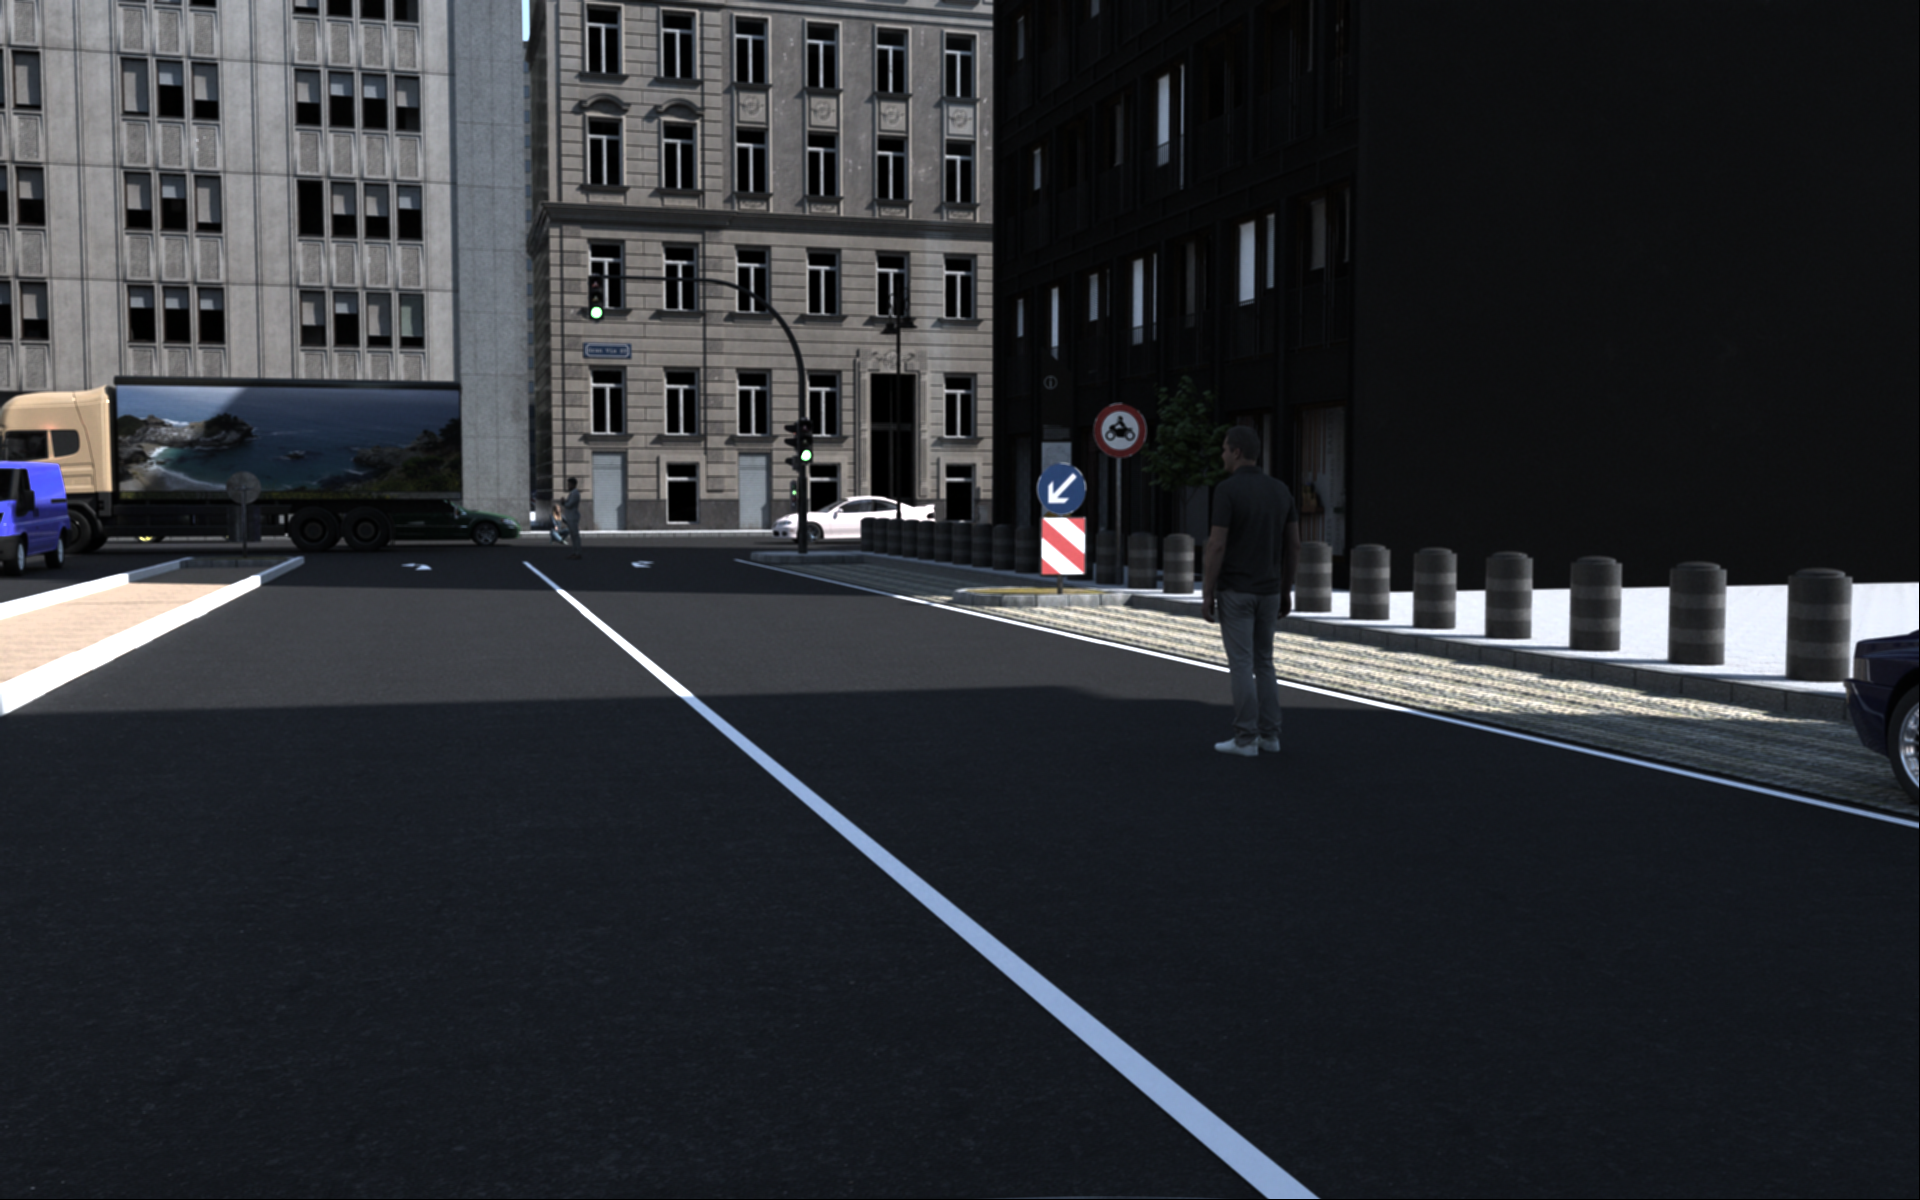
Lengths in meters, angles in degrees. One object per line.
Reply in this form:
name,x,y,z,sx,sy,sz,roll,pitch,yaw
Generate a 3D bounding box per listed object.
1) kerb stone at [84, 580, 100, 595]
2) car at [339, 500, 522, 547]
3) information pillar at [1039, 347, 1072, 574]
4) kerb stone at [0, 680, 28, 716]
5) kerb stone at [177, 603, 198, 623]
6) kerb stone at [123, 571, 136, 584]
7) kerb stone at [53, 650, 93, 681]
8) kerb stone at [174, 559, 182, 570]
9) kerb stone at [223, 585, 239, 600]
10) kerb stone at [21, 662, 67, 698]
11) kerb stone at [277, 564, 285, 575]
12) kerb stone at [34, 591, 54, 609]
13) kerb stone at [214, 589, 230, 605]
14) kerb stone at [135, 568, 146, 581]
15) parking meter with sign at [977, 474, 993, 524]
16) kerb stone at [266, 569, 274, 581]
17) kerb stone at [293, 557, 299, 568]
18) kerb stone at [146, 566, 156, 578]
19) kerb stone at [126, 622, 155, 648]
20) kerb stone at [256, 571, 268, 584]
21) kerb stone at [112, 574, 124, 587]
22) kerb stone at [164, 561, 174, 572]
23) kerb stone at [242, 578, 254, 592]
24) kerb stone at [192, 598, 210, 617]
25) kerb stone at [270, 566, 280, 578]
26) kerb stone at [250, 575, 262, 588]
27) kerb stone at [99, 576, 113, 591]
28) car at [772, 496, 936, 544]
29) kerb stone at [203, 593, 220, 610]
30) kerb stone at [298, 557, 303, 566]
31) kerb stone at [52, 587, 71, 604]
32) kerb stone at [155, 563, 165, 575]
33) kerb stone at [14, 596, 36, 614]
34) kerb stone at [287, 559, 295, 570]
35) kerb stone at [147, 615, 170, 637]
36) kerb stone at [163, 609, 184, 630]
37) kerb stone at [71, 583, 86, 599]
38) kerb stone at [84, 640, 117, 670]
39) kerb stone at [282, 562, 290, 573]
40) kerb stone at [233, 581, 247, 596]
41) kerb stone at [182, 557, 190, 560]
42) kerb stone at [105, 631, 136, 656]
kerb stone,-12.500,-0.157,24.759,0.120,0.150,1.000,-1,4,-17
car,-14.645,-2.204,47.837,4.920,1.459,2.131,-1,4,-18
information pillar,1.528,-2.223,27.702,0.504,3.616,0.183,0,4,2
kerb stone,-6.366,0.650,11.561,0.120,0.150,1.000,-1,4,-17
kerb stone,-8.719,0.168,19.441,0.120,0.150,1.000,-1,4,-17
kerb stone,-13.378,-0.337,27.708,0.120,0.150,1.000,-1,4,-17
kerb stone,-6.959,0.530,13.531,0.120,0.150,1.000,-1,4,-17
kerb stone,-14.845,-0.638,32.630,0.120,0.150,1.000,-1,4,-17
kerb stone,-9.901,-0.073,23.388,0.120,0.150,1.000,-1,4,-17
kerb stone,-6.660,0.590,12.543,0.120,0.150,1.000,-1,4,-17
kerb stone,-11.951,-0.494,30.273,0.120,0.150,1.000,-1,4,-17
kerb stone,-11.616,0.025,21.804,0.120,0.150,1.000,-1,4,-17
kerb stone,-9.601,-0.012,22.402,0.120,0.150,1.000,-1,4,-17
kerb stone,-13.672,-0.397,28.691,0.120,0.150,1.000,-1,4,-17
parking meter with sign,1.499,-4.083,63.010,1.738,3.016,0.543,0,4,-8
kerb stone,-11.362,-0.374,28.310,0.120,0.150,1.000,-1,4,-17
kerb stone,-12.830,-0.675,33.228,0.120,0.150,1.000,-1,4,-17
kerb stone,-13.965,-0.456,29.676,0.120,0.150,1.000,-1,4,-17
kerb stone,-7.834,0.349,16.487,0.120,0.150,1.000,-1,4,-17
kerb stone,-11.077,-0.314,27.326,0.120,0.150,1.000,-1,4,-17
kerb stone,-13.088,-0.277,26.725,0.120,0.150,1.000,-1,4,-17
kerb stone,-14.555,-0.578,31.647,0.120,0.150,1.000,-1,4,-17
kerb stone,-10.484,-0.193,25.352,0.120,0.150,1.000,-1,4,-17
kerb stone,-9.005,0.108,20.425,0.120,0.150,1.000,-1,4,-17
kerb stone,-11.654,-0.434,29.292,0.120,0.150,1.000,-1,4,-17
kerb stone,-10.777,-0.249,26.346,0.120,0.150,1.000,-1,4,-17
kerb stone,-12.782,-0.217,25.744,0.120,0.150,1.000,-1,4,-17
car,-3.101,-2.343,50.665,4.827,1.381,2.083,-1,4,-15
kerb stone,-9.310,0.048,21.416,0.120,0.150,1.000,-1,4,-17
kerb stone,-13.124,-0.735,34.210,0.120,0.150,1.000,-1,4,-17
kerb stone,-11.908,-0.036,22.790,0.120,0.150,1.000,-1,4,-17
kerb stone,-14.260,-0.515,30.666,0.120,0.150,1.000,-1,4,-17
kerb stone,-11.322,0.084,20.817,0.120,0.150,1.000,-1,4,-17
kerb stone,-12.541,-0.614,32.243,0.120,0.150,1.000,-1,4,-17
kerb stone,-8.132,0.289,17.468,0.120,0.150,1.000,-1,4,-17
kerb stone,-8.428,0.229,18.450,0.120,0.150,1.000,-1,4,-17
kerb stone,-12.198,-0.096,23.772,0.120,0.150,1.000,-1,4,-17
kerb stone,-7.246,0.474,14.517,0.120,0.150,1.000,-1,4,-17
kerb stone,-12.246,-0.554,31.261,0.120,0.150,1.000,-1,4,-17
kerb stone,-10.193,-0.133,24.370,0.120,0.150,1.000,-1,4,-17
kerb stone,-15.138,-0.697,33.616,0.120,0.150,1.000,-1,4,-17
kerb stone,-7.546,0.412,15.497,0.120,0.150,1.000,-1,4,-17
